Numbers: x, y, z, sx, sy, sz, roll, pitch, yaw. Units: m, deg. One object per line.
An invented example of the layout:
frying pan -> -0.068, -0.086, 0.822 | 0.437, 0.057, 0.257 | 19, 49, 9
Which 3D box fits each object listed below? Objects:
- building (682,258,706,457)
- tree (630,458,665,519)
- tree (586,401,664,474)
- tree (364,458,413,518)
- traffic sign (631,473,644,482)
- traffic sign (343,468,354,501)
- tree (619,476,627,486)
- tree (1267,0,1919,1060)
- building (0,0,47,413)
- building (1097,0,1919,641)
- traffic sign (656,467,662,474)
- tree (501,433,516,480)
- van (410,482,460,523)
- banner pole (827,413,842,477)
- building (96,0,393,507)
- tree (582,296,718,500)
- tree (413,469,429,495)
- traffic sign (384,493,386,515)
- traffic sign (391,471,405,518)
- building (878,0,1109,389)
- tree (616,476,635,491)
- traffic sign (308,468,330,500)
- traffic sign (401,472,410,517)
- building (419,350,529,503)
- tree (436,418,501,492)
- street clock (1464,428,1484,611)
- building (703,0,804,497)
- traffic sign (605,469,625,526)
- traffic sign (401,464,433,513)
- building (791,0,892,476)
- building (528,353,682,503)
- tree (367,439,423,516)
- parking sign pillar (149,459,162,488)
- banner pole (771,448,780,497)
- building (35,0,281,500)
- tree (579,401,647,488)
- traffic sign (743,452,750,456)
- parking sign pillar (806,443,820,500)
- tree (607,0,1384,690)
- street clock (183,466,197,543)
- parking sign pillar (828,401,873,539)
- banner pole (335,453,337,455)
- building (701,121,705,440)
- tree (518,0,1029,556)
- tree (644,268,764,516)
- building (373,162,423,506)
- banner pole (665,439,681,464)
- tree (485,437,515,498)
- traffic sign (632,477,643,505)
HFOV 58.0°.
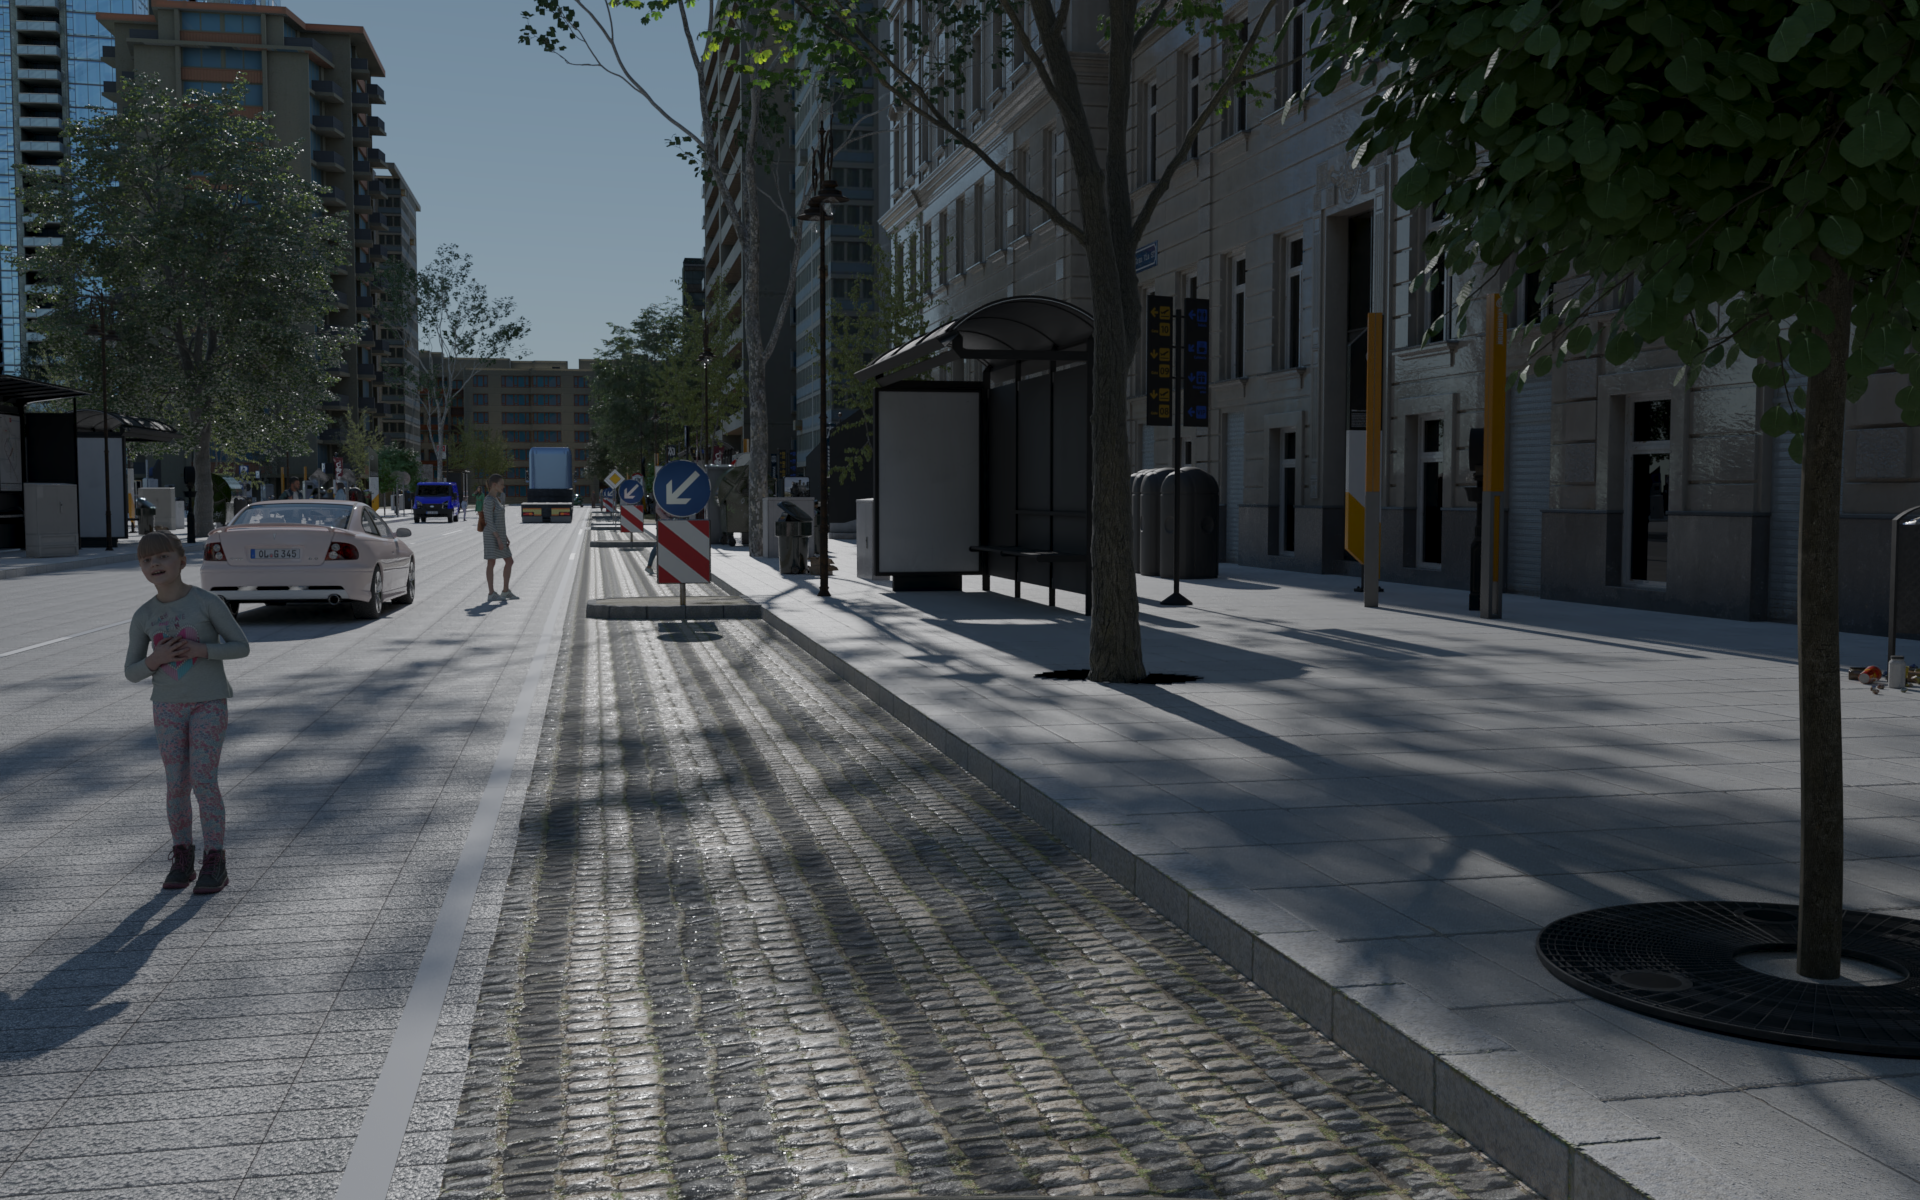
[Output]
building -> -27.171, -27.027, 213.597 | 14.160, 30.474, 14.107 | -1, 4, -12
tree -> -16.109, -5.894, 90.972 | 1.663, 3.219, 1.824 | 0, 3, 0
tree -> -31.178, -14.132, 165.466 | 7.601, 10.594, 8.767 | 2, 4, 30
tree -> -30.812, -6.017, 92.973 | 1.663, 3.219, 1.824 | 0, 3, 0
traffic sign -> -19.244, -6.317, 103.386 | 0.768, 2.556, 0.104 | 0, 4, -6
traffic sign -> -30.539, -5.263, 86.150 | 0.768, 2.556, 0.104 | 0, 4, -3
tree -> -27.257, -9.049, 142.552 | 1.663, 3.219, 1.824 | 0, 3, 0
tree -> 2.368, -1.273, 4.520 | 4.285, 4.588, 4.351 | 0, 3, 0
building -> -101.485, -53.833, 192.844 | 31.000, 86.520, 22.319 | -1, 4, -12
building -> 11.448, -14.055, 27.059 | 12.463, 27.353, 25.104 | -1, 4, -12
traffic sign -> -10.809, -3.737, 63.227 | 0.606, 2.300, 0.079 | -1, 4, -10
tree -> -49.940, -14.109, 181.038 | 4.737, 8.622, 4.395 | 0, 3, 0
van -> -26.493, -5.093, 87.650 | 2.240, 2.365, 5.245 | -1, 4, -12
banner pole -> -3.879, -3.886, 53.560 | 0.863, 3.779, 0.401 | 3, 4, 36
building -> -64.597, -30.812, 158.406 | 22.147, 44.769, 28.867 | -1, 4, -12
tree -> -20.081, -12.601, 112.685 | 9.857, 13.997, 8.962 | 0, 3, 0
tree -> -35.456, -7.220, 112.645 | 1.663, 3.219, 1.824 | 0, 3, 0
traffic sign -> -35.609, -6.549, 107.184 | 0.768, 2.556, 0.104 | 0, 4, -6
traffic sign -> -30.744, -5.783, 94.650 | 0.768, 2.556, 0.104 | -1, 4, -9
building -> 5.472, -15.564, 51.739 | 12.463, 27.353, 25.104 | -1, 4, -12
tree -> -42.066, -16.147, 214.357 | 4.360, 8.622, 3.978 | 0, 3, 0
traffic sign -> -24.706, -3.864, 66.812 | 0.795, 2.450, 0.064 | -1, 4, -12
traffic sign -> -31.571, -6.005, 98.281 | 0.768, 2.556, 0.104 | -1, 4, -10
building -> -76.018, -24.717, 249.167 | 28.899, 21.520, 27.650 | -1, 4, -12
tree -> -46.876, -13.009, 163.058 | 4.737, 8.622, 4.395 | 0, 3, 0
street clock -> 5.717, -0.885, 19.045 | 0.358, 2.002, 0.471 | 1, 4, 21
building -> -13.141, -33.212, 166.720 | 21.300, 48.544, 21.600 | -1, 4, -12
traffic sign -> -13.750, -4.004, 69.103 | 0.795, 2.450, 0.064 | -1, 4, -12
traffic sign -> -37.358, -7.652, 118.977 | 2.265, 3.308, 0.079 | 0, 4, -5
building -> 2.920, -25.117, 102.538 | 23.993, 40.220, 32.217 | -1, 4, -12
building -> -47.560, -25.029, 254.264 | 28.899, 21.520, 27.650 | -1, 4, -12
tree -> -33.874, -7.344, 103.795 | 4.285, 4.588, 4.351 | 0, 3, 0
parking sign pillar -> -57.721, -8.304, 124.236 | 1.447, 3.967, 1.447 | 0, 4, -6
banner pole -> -10.027, -6.385, 94.404 | 0.401, 3.779, 0.863 | 2, 4, 35
building -> -105.134, -56.532, 236.962 | 31.000, 86.520, 22.319 | -1, 4, -12
tree -> -38.240, -17.048, 195.739 | 9.611, 12.733, 9.660 | 0, 3, 0
traffic sign -> -6.484, -3.235, 53.005 | 0.768, 2.556, 0.104 | 0, 4, -5
parking sign pillar -> -6.952, -5.891, 84.782 | 1.447, 3.967, 1.447 | 3, 5, 42
tree -> 1.001, -5.259, 11.743 | 9.928, 11.665, 9.643 | 0, 3, 0
street clock -> -20.071, -2.483, 45.162 | 0.358, 2.002, 0.471 | -2, 4, -32
parking sign pillar -> -3.056, -3.733, 49.502 | 1.447, 3.967, 1.447 | 0, 4, 7
banner pole -> -37.750, -7.020, 104.799 | 0.401, 3.779, 0.863 | -1, 4, -22
building -> -16.979, -35.036, 192.449 | 23.786, 49.044, 30.456 | -1, 4, -12
tree -> -4.804, -10.880, 33.779 | 12.611, 20.169, 13.585 | 0, 3, 0
tree -> -8.371, -6.515, 56.888 | 4.737, 8.622, 4.395 | 0, 3, 0
building -> -73.280, -30.697, 193.780 | 23.993, 40.220, 32.217 | -1, 4, -12
banner pole -> -12.785, -5.354, 77.562 | 0.863, 3.779, 0.401 | -1, 4, -14
tree -> -56.583, -15.993, 211.855 | 4.360, 8.622, 3.978 | 0, 3, 0
traffic sign -> -18.507, -5.953, 99.455 | 0.606, 2.300, 0.079 | 0, 4, -7
